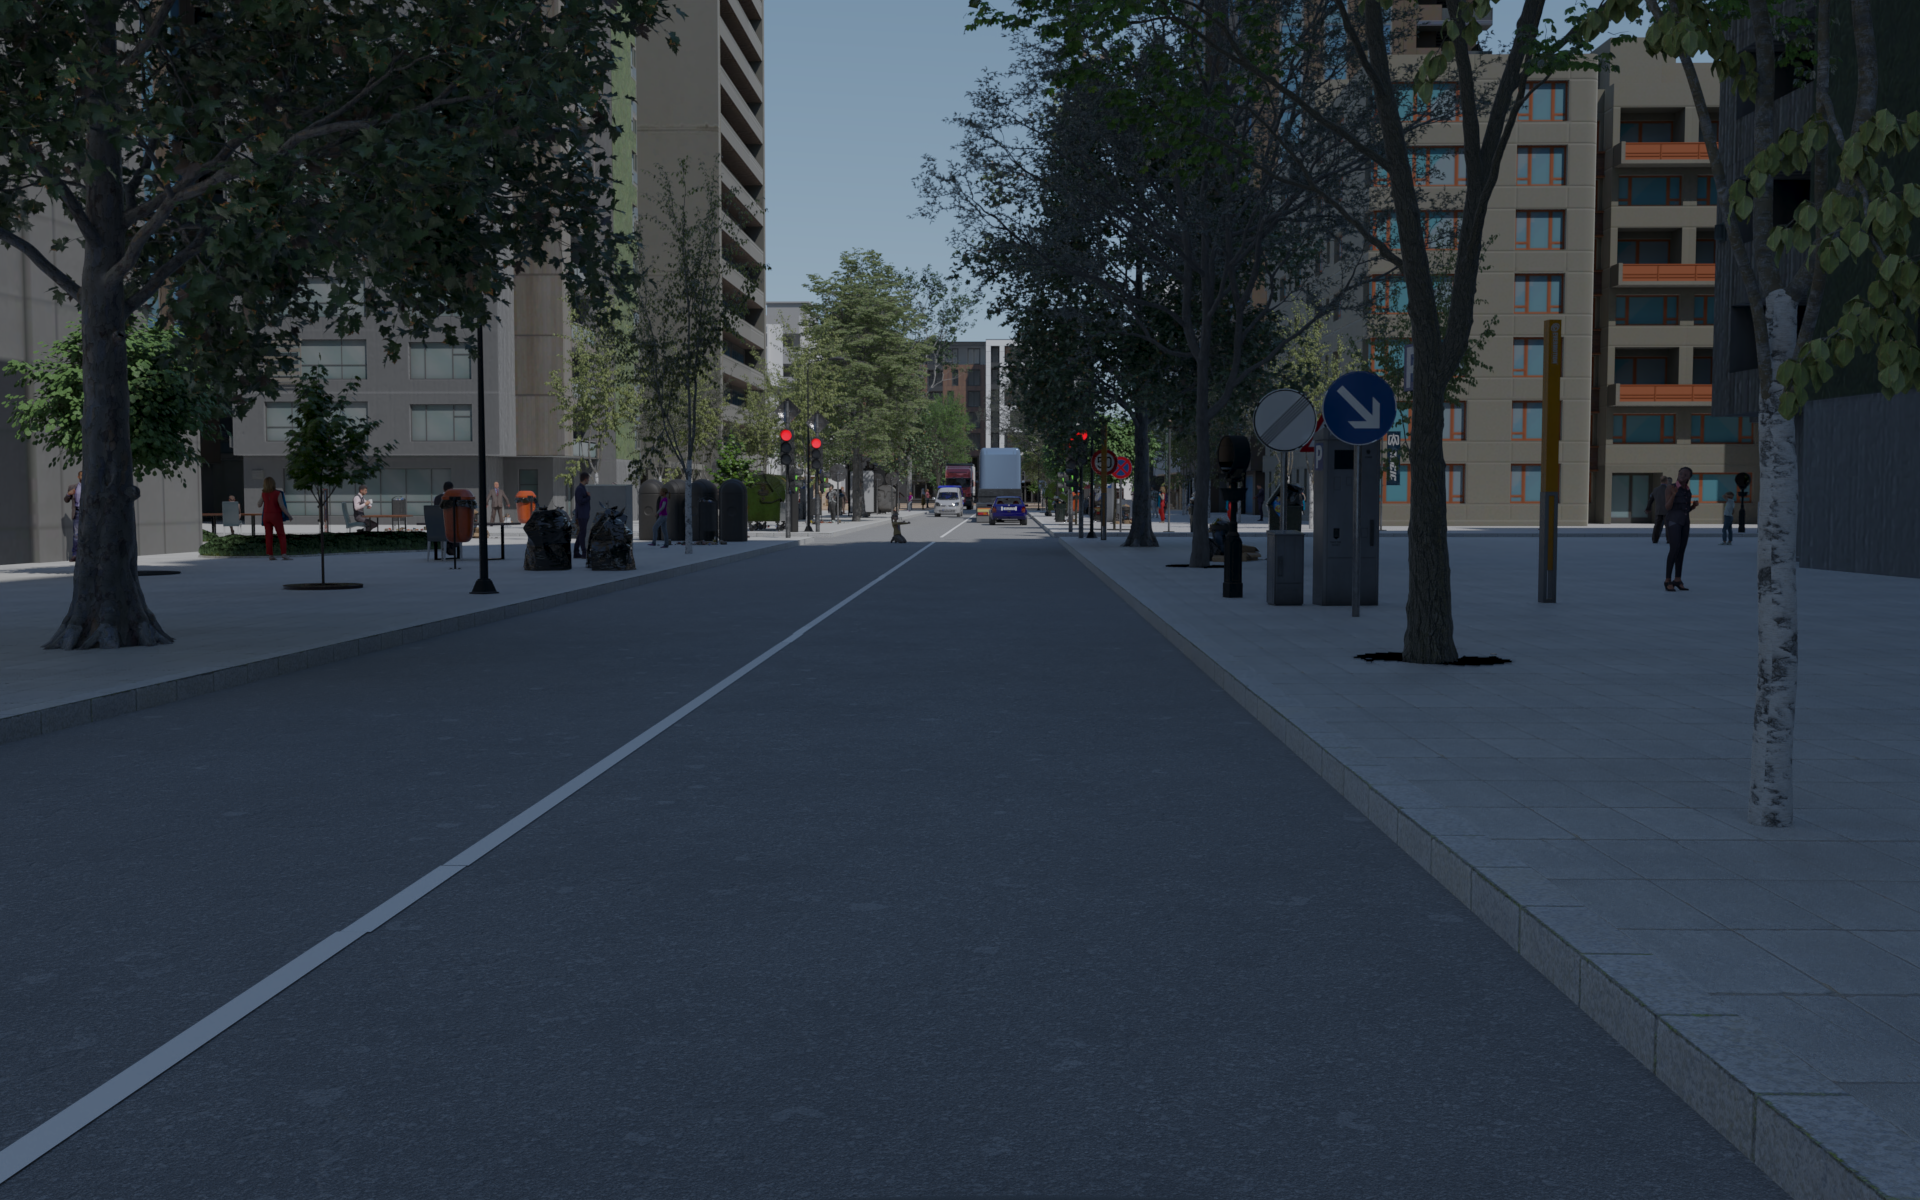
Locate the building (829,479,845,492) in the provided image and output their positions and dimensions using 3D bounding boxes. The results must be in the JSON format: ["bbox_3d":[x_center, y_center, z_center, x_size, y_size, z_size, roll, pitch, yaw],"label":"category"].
[{"bbox_3d":[-27.246,-15.503,195.616,28.070,9.664,9.099,0,4,1],"label":"building"}]

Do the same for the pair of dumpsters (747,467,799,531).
[{"bbox_3d":[-6.707,-3.607,61.473,1.574,2.255,4.437,0,4,1],"label":"pair of dumpsters"}]

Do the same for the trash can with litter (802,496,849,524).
[{"bbox_3d":[-5.920,-3.975,76.045,2.233,1.210,1.678,-1,4,-15],"label":"trash can with litter"}]

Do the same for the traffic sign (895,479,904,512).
[{"bbox_3d":[-4.315,-7.422,121.455,0.768,2.556,0.104,1,4,8],"label":"traffic sign"}]

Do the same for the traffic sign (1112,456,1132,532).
[{"bbox_3d":[5.430,-3.572,58.515,0.768,2.556,0.104,1,4,9],"label":"traffic sign"}]

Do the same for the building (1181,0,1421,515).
[{"bbox_3d":[23.608,-28.990,124.098,14.600,45.320,14.200,0,4,1],"label":"building"}]

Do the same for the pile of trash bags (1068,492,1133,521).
[{"bbox_3d":[6.869,-4.471,82.849,3.447,1.369,1.912,-1,4,-12],"label":"pile of trash bags"}]

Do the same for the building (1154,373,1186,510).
[{"bbox_3d":[26.058,-18.522,159.251,16.016,20.091,11.380,0,4,1],"label":"building"}]

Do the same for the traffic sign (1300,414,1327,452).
[{"bbox_3d":[4.760,-1.346,22.010,0.884,2.594,0.081,0,4,8],"label":"traffic sign"}]

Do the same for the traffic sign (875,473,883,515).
[{"bbox_3d":[-5.107,-6.527,106.830,0.768,2.556,0.104,0,4,8],"label":"traffic sign"}]

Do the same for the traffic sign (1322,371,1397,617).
[{"bbox_3d":[4.137,-1.096,18.028,0.768,2.556,0.104,0,4,3],"label":"traffic sign"}]

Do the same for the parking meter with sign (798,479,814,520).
[{"bbox_3d":[-7.723,-5.546,86.930,0.543,3.016,1.738,2,4,29],"label":"parking meter with sign"}]

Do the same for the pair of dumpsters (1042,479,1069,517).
[{"bbox_3d":[5.575,-5.972,100.136,1.574,2.255,4.437,0,4,1],"label":"pair of dumpsters"}]

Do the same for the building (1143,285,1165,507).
[{"bbox_3d":[32.045,-20.615,181.029,27.936,21.610,32.646,0,4,1],"label":"building"}]

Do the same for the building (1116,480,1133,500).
[{"bbox_3d":[32.405,-17.775,232.774,28.070,9.664,9.099,0,4,1],"label":"building"}]

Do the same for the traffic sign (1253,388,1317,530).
[{"bbox_3d":[3.928,-1.279,21.012,0.768,2.556,0.104,0,4,6],"label":"traffic sign"}]

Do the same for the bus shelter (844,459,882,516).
[{"bbox_3d":[-5.618,-6.617,102.113,2.014,3.302,5.546,0,4,2],"label":"bus shelter"}]

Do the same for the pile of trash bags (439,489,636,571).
[{"bbox_3d":[-7.209,-1.222,29.738,3.447,1.369,1.912,0,4,1],"label":"pile of trash bags"}]

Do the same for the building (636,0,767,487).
[{"bbox_3d":[-25.377,-30.252,118.325,21.300,48.544,21.600,0,4,1],"label":"building"}]

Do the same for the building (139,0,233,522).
[{"bbox_3d":[-41.955,-26.067,76.310,14.200,45.320,14.600,0,4,1],"label":"building"}]

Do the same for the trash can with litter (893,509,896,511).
[{"bbox_3d":[-5.059,-7.211,128.963,1.678,1.210,2.233,-1,4,-22],"label":"trash can with litter"}]

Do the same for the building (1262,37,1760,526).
[{"bbox_3d":[30.969,-14.489,81.931,28.899,21.520,27.650,0,4,1],"label":"building"}]

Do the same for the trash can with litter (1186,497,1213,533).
[{"bbox_3d":[8.092,-2.821,57.517,1.055,1.170,0.624,-1,4,-10],"label":"trash can with litter"}]

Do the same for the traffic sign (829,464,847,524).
[{"bbox_3d":[-5.159,-4.471,73.204,0.768,2.556,0.104,0,4,6],"label":"traffic sign"}]

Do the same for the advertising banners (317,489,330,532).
[{"bbox_3d":[-18.568,-3.332,50.673,0.090,3.025,2.074,-2,4,-31],"label":"advertising banners"}]

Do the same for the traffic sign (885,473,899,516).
[{"bbox_3d":[-3.881,-6.034,98.767,0.768,2.556,0.104,0,4,6],"label":"traffic sign"}]

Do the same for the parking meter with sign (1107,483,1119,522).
[{"bbox_3d":[6.844,-5.041,78.677,0.543,3.016,1.738,1,4,21],"label":"parking meter with sign"}]

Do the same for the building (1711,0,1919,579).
[{"bbox_3d":[21.709,-15.871,31.197,14.160,30.474,14.107,0,4,1],"label":"building"}]

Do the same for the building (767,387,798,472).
[{"bbox_3d":[-18.268,-12.627,148.594,9.099,9.664,28.070,0,4,1],"label":"building"}]

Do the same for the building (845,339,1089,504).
[{"bbox_3d":[1.582,-24.360,242.259,32.646,21.610,27.936,0,4,1],"label":"building"}]

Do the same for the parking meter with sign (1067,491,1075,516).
[{"bbox_3d":[6.548,-6.529,103.015,1.738,3.016,0.543,-1,4,-22],"label":"parking meter with sign"}]

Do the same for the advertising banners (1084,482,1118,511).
[{"bbox_3d":[6.983,-5.539,86.750,2.074,3.025,0.090,2,4,33],"label":"advertising banners"}]

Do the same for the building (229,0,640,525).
[{"bbox_3d":[-22.768,-24.034,76.558,14.154,41.232,14.086,0,4,1],"label":"building"}]

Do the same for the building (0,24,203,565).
[{"bbox_3d":[-27.500,-35.988,26.654,20.611,71.187,20.563,0,4,1],"label":"building"}]

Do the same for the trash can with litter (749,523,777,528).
[{"bbox_3d":[-7.828,-3.376,66.259,1.678,1.210,2.233,-1,4,-11],"label":"trash can with litter"}]

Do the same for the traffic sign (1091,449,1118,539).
[{"bbox_3d":[4.058,-2.972,48.699,0.768,2.556,0.104,0,4,3],"label":"traffic sign"}]

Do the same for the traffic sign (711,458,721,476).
[{"bbox_3d":[-8.263,-3.674,60.172,0.768,2.556,0.104,0,4,4],"label":"traffic sign"}]

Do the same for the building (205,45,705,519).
[{"bbox_3d":[-31.285,-24.706,95.820,32.217,40.220,23.993,0,4,1],"label":"building"}]

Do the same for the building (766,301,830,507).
[{"bbox_3d":[-21.384,-19.060,168.050,16.016,20.091,11.380,0,4,1],"label":"building"}]

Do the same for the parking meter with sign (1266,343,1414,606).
[{"bbox_3d":[4.445,-1.451,19.990,1.738,3.016,0.543,0,4,-6],"label":"parking meter with sign"}]

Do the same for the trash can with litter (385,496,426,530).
[{"bbox_3d":[-19.238,-3.031,60.611,1.678,1.210,2.233,3,4,38],"label":"trash can with litter"}]

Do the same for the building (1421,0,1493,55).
[{"bbox_3d":[24.561,-28.121,109.895,14.600,45.320,14.200,0,4,1],"label":"building"}]

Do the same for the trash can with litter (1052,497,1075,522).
[{"bbox_3d":[4.754,-4.124,78.820,1.055,1.170,0.624,-1,4,-20],"label":"trash can with litter"}]

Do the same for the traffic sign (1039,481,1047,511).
[{"bbox_3d":[6.200,-7.802,129.690,0.606,2.300,0.079,0,4,3],"label":"traffic sign"}]

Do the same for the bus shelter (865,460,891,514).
[{"bbox_3d":[-5.211,-7.585,115.296,1.731,3.624,6.357,0,4,1],"label":"bus shelter"}]

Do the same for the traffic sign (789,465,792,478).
[{"bbox_3d":[-7.348,-4.541,74.256,0.884,2.594,0.081,1,4,10],"label":"traffic sign"}]
